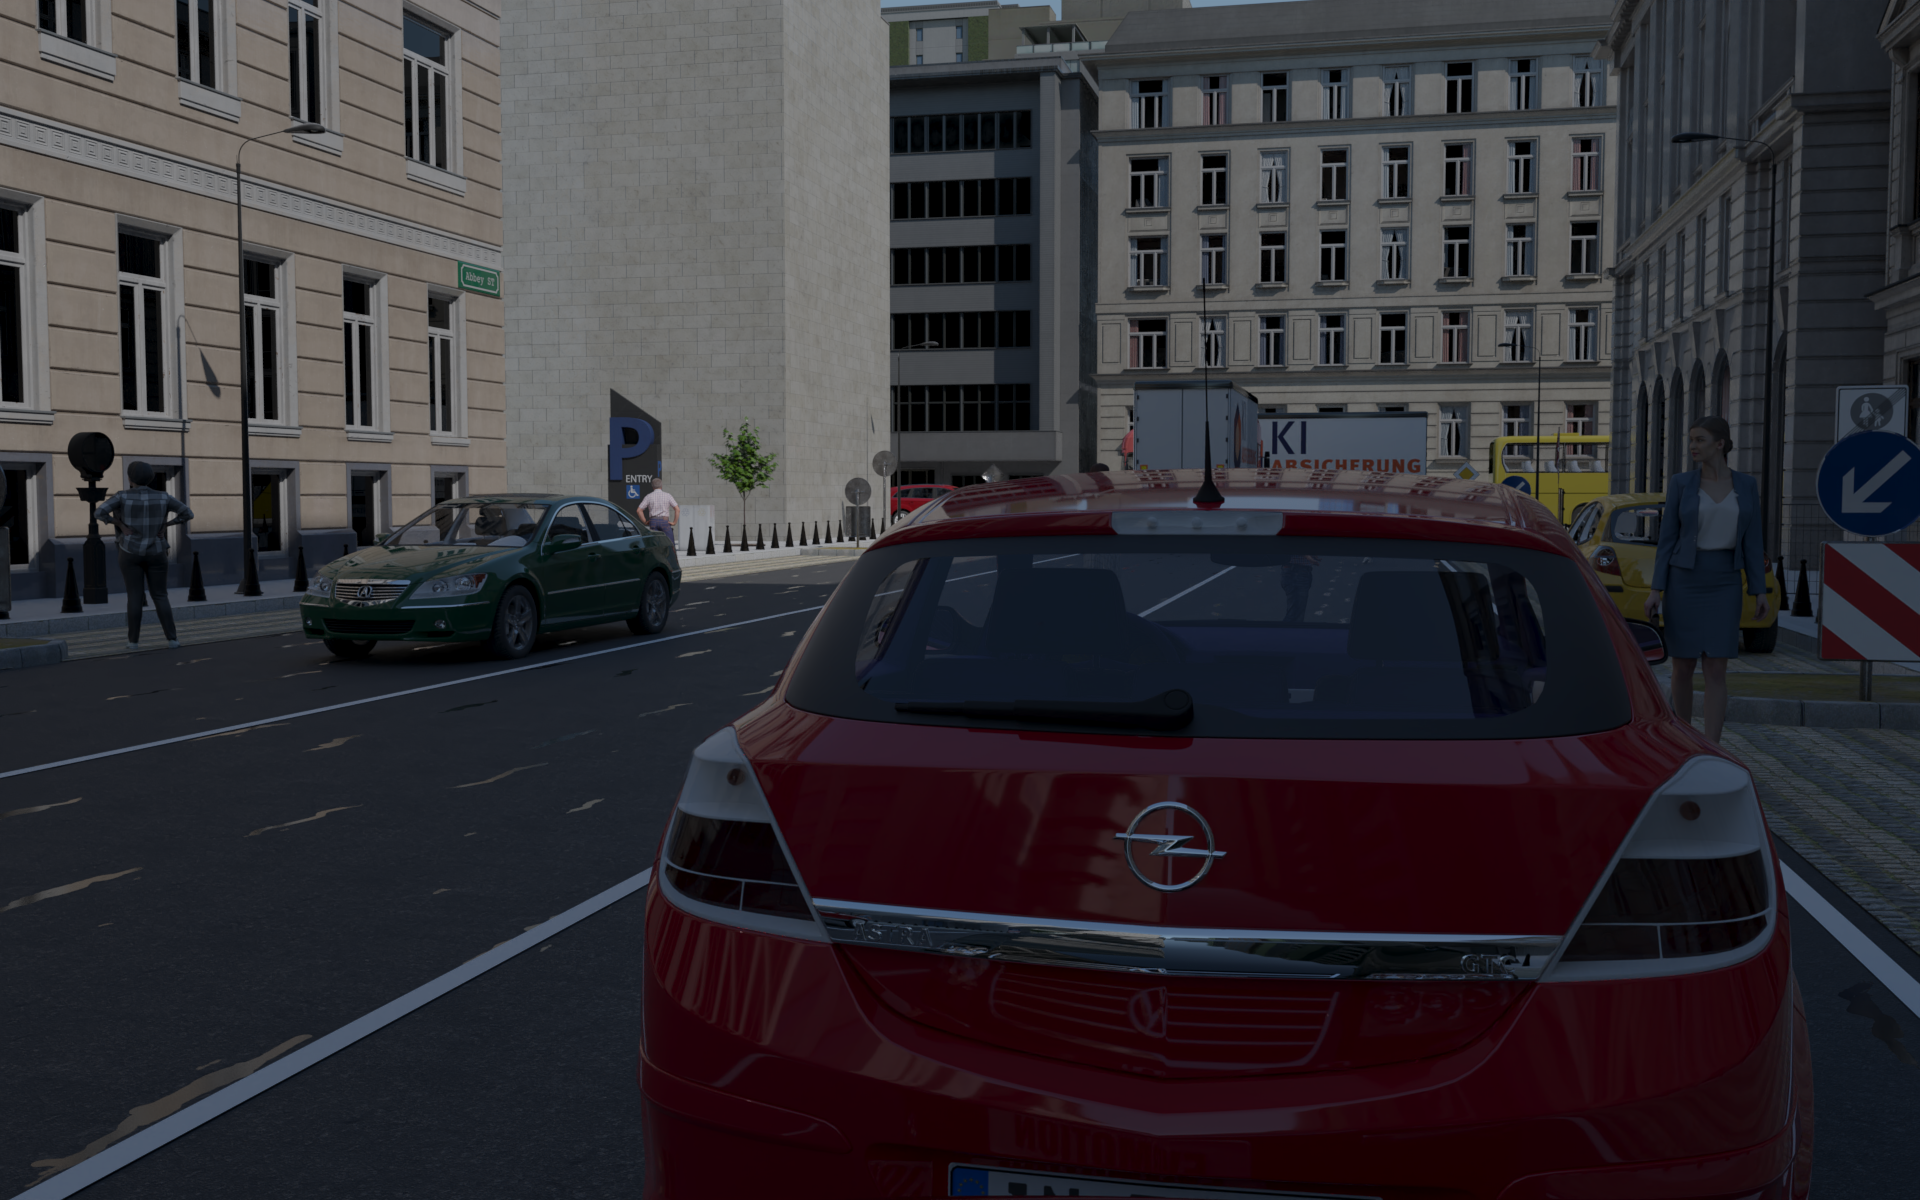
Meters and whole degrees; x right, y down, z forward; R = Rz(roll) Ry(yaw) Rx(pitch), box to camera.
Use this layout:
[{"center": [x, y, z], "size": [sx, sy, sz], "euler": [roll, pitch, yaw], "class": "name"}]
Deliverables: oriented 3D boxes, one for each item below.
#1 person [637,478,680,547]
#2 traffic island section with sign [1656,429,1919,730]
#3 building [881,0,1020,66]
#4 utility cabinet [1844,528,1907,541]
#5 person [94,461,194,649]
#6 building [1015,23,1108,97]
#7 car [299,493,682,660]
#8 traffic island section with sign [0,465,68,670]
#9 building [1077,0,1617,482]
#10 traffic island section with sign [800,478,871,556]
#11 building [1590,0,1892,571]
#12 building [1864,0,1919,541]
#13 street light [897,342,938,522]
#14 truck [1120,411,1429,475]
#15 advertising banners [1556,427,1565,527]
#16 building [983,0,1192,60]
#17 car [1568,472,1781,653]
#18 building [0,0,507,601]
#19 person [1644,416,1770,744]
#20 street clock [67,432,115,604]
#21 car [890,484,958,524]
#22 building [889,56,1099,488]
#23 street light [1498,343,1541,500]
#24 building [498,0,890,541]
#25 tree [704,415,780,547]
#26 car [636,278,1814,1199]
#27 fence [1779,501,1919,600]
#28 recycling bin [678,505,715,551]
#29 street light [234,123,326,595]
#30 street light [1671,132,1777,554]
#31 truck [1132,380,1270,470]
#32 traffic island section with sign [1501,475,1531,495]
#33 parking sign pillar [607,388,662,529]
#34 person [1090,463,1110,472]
[{"center": [-5.385, -1.324, 31.085], "size": [0.756, 1.711, 0.436], "euler": [0, 4, 3], "class": "person"}, {"center": [5.691, -0.172, 11.435], "size": [1.989, 1.847, 2.006], "euler": [1, 4, 13], "class": "traffic island section with sign"}, {"center": [-4.924, -40.797, 209.033], "size": [28.212, 58.520, 21.231], "euler": [1, 4, 13], "class": "building"}, {"center": [11.395, -0.638, 21.600], "size": [0.306, 1.237, 1.020], "euler": [0, 4, 1], "class": "utility cabinet"}, {"center": [-7.525, -0.413, 15.981], "size": [0.841, 1.734, 0.376], "euler": [-2, 4, -31], "class": "person"}, {"center": [12.863, -28.715, 153.089], "size": [14.154, 41.232, 14.086], "euler": [1, 4, 13], "class": "building"}, {"center": [-4.318, -0.296, 16.642], "size": [2.131, 1.459, 4.920], "euler": [1, 4, 15], "class": "car"}, {"center": [-8.722, -0.358, 14.479], "size": [1.989, 1.847, 2.006], "euler": [1, 4, 13], "class": "traffic island section with sign"}, {"center": [21.675, -15.181, 81.499], "size": [30.059, 22.955, 16.112], "euler": [1, 4, 13], "class": "building"}, {"center": [-2.511, -1.962, 40.711], "size": [1.989, 1.847, 2.006], "euler": [1, 4, 13], "class": "traffic island section with sign"}, {"center": [22.251, -12.012, 38.197], "size": [13.314, 21.916, 24.055], "euler": [1, 4, 13], "class": "building"}, {"center": [16.995, -9.335, 17.247], "size": [10.561, 19.102, 19.286], "euler": [1, 4, 13], "class": "building"}, {"center": [-1.347, -4.924, 53.056], "size": [1.470, 5.913, 1.316], "euler": [1, 4, 13], "class": "street light"}, {"center": [10.635, -4.412, 61.057], "size": [11.283, 4.237, 2.839], "euler": [1, 4, 14], "class": "truck"}, {"center": [15.429, -2.955, 44.506], "size": [0.090, 3.025, 2.074], "euler": [1, 4, 15], "class": "advertising banners"}, {"center": [13.971, -33.476, 171.036], "size": [21.300, 48.544, 21.600], "euler": [1, 4, 13], "class": "building"}, {"center": [6.805, -0.419, 17.067], "size": [2.015, 1.641, 3.980], "euler": [1, 4, 13], "class": "car"}, {"center": [-16.705, -14.550, 23.793], "size": [13.634, 28.700, 20.117], "euler": [1, 4, 13], "class": "building"}, {"center": [3.797, -0.016, 8.791], "size": [0.581, 1.822, 0.654], "euler": [2, 4, 29], "class": "person"}, {"center": [-10.113, -0.956, 20.207], "size": [0.358, 2.002, 0.471], "euler": [1, 4, 20], "class": "street clock"}, {"center": [-0.552, -3.600, 67.528], "size": [5.304, 1.827, 2.281], "euler": [1, 4, 14], "class": "car"}, {"center": [-7.886, -16.390, 87.046], "size": [30.058, 24.678, 14.314], "euler": [1, 4, 13], "class": "building"}, {"center": [17.209, -4.936, 53.247], "size": [1.470, 5.913, 1.316], "euler": [1, 4, 13], "class": "street light"}, {"center": [-11.670, -12.143, 53.284], "size": [16.860, 20.320, 10.420], "euler": [1, 4, 13], "class": "building"}, {"center": [-5.177, -2.934, 42.578], "size": [1.663, 3.219, 1.824], "euler": [0, 3, 0], "class": "tree"}, {"center": [0.709, 0.289, 4.318], "size": [2.155, 1.783, 4.494], "euler": [1, 4, 12], "class": "car"}, {"center": [10.780, -0.559, 20.345], "size": [2.264, 1.192, 0.480], "euler": [2, 4, 33], "class": "fence"}, {"center": [-5.958, -1.628, 39.171], "size": [0.722, 1.027, 0.722], "euler": [0, 4, 1], "class": "recycling bin"}, {"center": [-8.622, -3.023, 21.970], "size": [1.470, 5.913, 1.316], "euler": [1, 4, 13], "class": "street light"}, {"center": [9.829, -3.043, 22.302], "size": [1.470, 5.913, 1.316], "euler": [1, 4, 13], "class": "street light"}, {"center": [6.855, -3.626, 48.207], "size": [2.839, 4.237, 11.283], "euler": [1, 4, 14], "class": "truck"}, {"center": [11.890, -1.776, 37.671], "size": [1.989, 1.847, 2.006], "euler": [1, 4, 13], "class": "traffic island section with sign"}, {"center": [-8.256, -3.395, 43.985], "size": [1.447, 3.967, 1.447], "euler": [0, 4, 6], "class": "parking sign pillar"}, {"center": [1.532, -0.556, 18.161], "size": [0.480, 1.755, 0.524], "euler": [1, 4, 23], "class": "person"}]
